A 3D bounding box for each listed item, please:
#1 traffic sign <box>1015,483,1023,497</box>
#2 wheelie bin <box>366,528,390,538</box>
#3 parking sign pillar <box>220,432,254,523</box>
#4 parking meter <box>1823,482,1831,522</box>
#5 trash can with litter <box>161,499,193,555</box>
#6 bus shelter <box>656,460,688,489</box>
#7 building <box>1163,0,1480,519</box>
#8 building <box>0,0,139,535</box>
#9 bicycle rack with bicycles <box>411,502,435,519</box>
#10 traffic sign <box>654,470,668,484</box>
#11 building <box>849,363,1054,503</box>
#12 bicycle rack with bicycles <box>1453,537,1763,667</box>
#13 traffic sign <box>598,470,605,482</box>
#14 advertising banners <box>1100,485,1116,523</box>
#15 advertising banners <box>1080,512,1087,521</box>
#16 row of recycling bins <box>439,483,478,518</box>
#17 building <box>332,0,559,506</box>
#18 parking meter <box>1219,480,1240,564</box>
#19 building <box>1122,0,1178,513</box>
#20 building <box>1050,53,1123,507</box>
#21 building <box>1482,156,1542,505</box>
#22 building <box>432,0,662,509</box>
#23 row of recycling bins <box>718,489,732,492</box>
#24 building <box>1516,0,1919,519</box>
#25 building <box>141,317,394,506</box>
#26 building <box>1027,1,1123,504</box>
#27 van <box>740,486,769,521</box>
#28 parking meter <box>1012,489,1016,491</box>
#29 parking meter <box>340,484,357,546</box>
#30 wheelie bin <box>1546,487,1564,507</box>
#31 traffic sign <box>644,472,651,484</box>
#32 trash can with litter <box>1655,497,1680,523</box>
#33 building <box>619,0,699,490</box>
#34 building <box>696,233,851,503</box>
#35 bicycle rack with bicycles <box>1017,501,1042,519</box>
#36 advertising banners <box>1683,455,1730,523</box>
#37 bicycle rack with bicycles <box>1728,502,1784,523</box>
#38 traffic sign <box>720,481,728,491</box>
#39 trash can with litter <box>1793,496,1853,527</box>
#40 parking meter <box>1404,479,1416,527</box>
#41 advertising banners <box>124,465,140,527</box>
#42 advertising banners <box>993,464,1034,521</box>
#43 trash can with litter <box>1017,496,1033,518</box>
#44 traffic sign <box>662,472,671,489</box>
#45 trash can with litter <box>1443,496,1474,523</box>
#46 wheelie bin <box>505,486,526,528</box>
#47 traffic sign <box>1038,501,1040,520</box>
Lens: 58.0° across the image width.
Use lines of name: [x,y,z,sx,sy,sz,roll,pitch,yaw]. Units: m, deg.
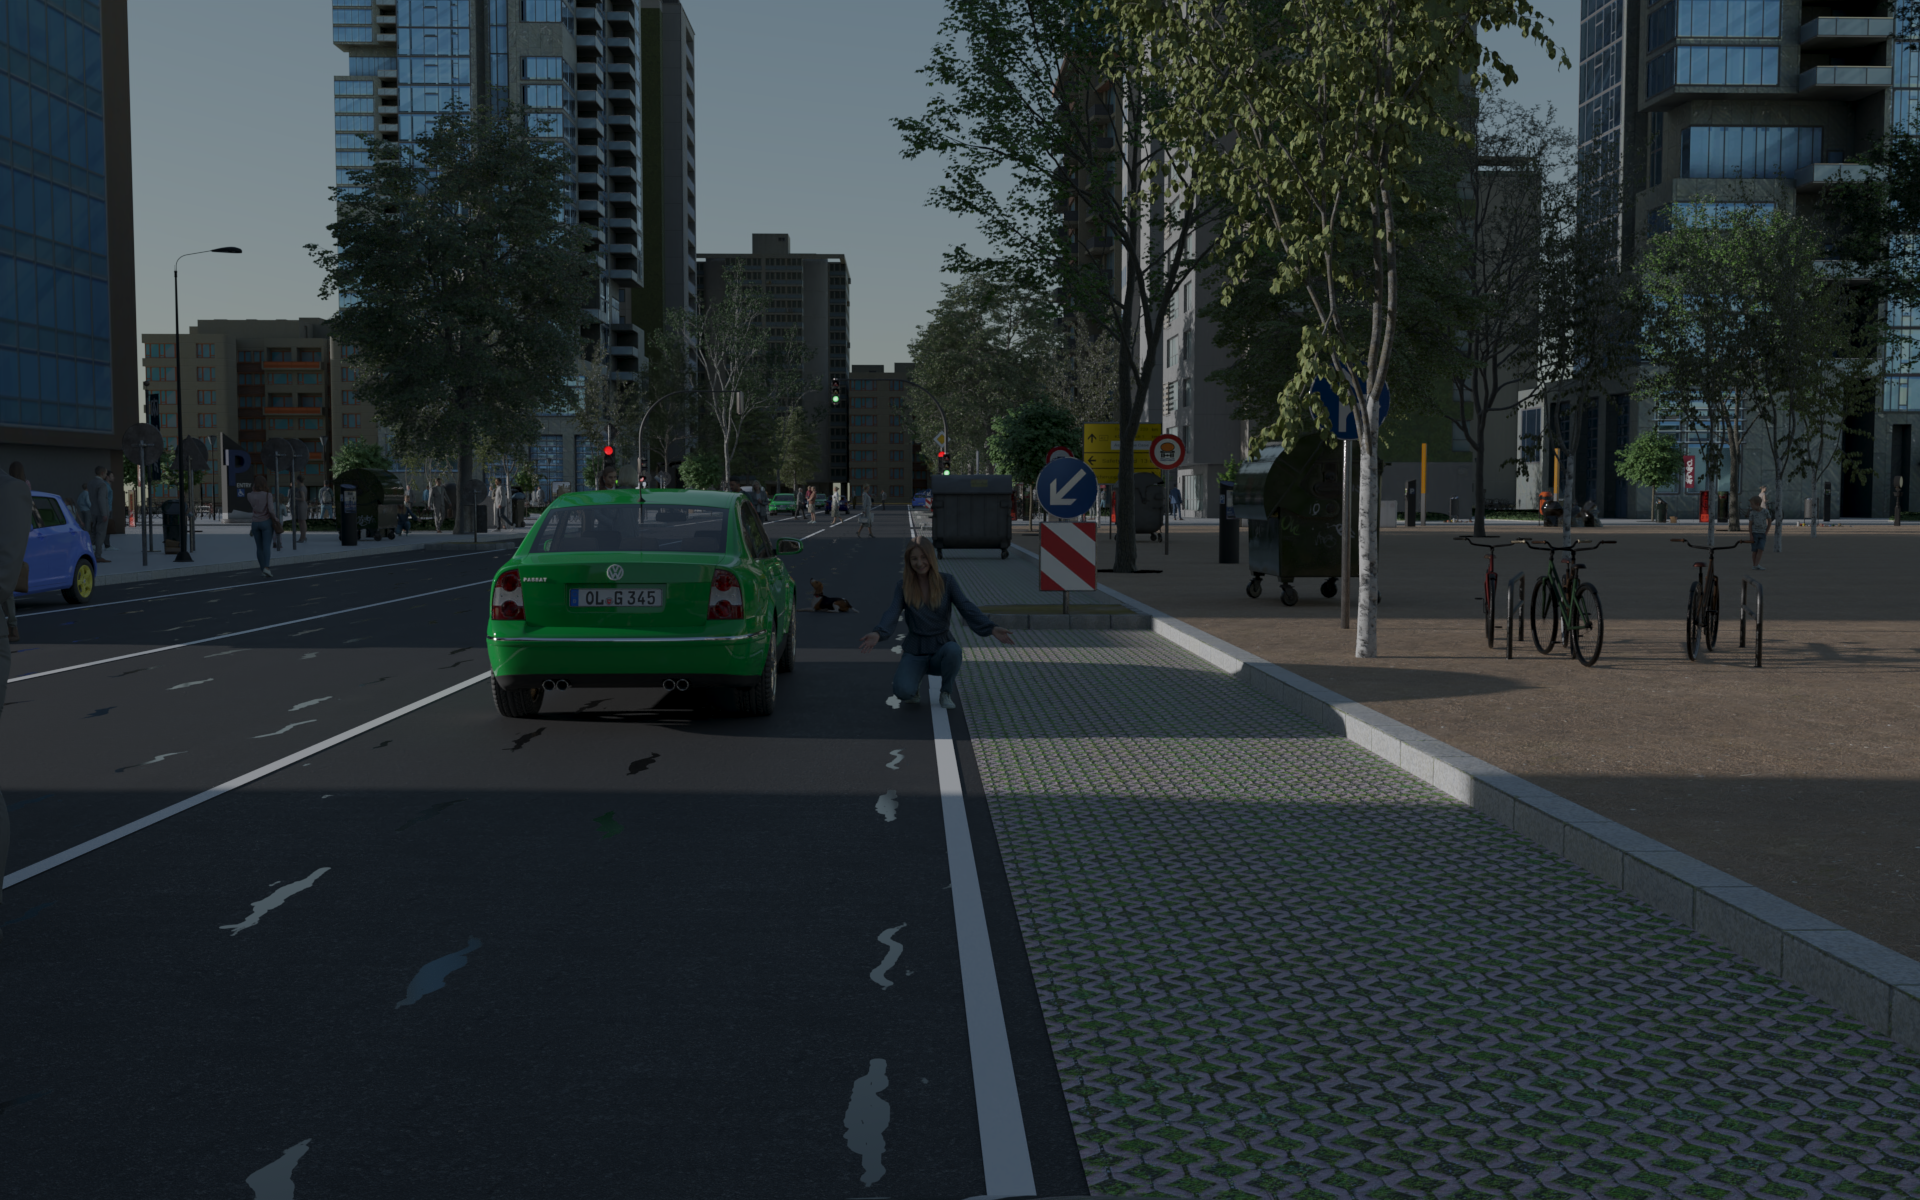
traffic sign: [3.581,-6.519,106.589,0.884,2.594,0.081,0,4,4]
wheelie bin: [-17.160,-2.643,51.128,0.693,1.594,0.980,2,4,26]
parking sign pillar: [-31.754,-5.362,76.147,1.447,3.967,1.447,2,4,35]
parking meter: [40.524,-4.600,80.924,0.255,1.863,0.399,1,4,20]
trash can with litter: [-16.802,-1.577,37.179,0.624,1.170,1.055,-2,4,-24]
bus shelter: [-20.293,-8.067,123.181,1.731,3.624,6.357,0,4,-2]
building: [18.901,-25.064,93.386,14.086,41.232,14.154,0,4,-2]
building: [-33.464,-24.326,47.837,14.200,45.320,14.600,0,4,-2]
bicycle rack with bicycles: [-22.488,-3.857,76.449,2.925,0.926,2.852,3,5,45]
traffic sign: [-16.561,-5.885,95.958,0.795,2.593,0.064,0,4,5]
building: [-1.735,-25.380,260.007,28.899,21.520,27.650,0,4,-2]
bicycle rack with bicycles: [5.224,-0.028,13.840,2.852,0.926,2.925,1,4,22]
traffic sign: [-18.631,-5.544,90.754,0.768,2.556,0.104,0,4,2]
advertising banners: [6.933,-4.950,77.113,2.074,3.025,0.090,3,4,37]
advertising banners: [5.684,-5.057,78.869,0.090,3.025,2.074,0,4,-5]
row of recycling bins: [-19.026,-3.571,65.496,1.069,1.692,3.534,0,4,-3]
building: [-77.464,-57.525,253.198,31.000,86.520,22.319,0,4,-2]
parking meter: [4.979,-1.444,32.015,0.372,1.533,0.369,0,3,0]
building: [22.748,-35.937,129.567,21.231,58.520,28.212,0,4,-2]
building: [20.494,-31.594,171.183,22.147,44.769,28.867,0,4,-2]
building: [61.389,-32.288,211.499,14.086,41.232,14.154,0,4,-2]
building: [-41.380,-52.098,164.481,22.319,86.520,31.000,0,4,-2]
row of recycling bins: [-19.513,-8.604,147.788,1.069,1.692,3.534,2,4,29]
building: [49.317,-47.946,96.586,31.000,86.520,22.319,0,4,-2]
building: [-74.024,-21.770,200.977,28.899,21.520,27.650,0,4,-2]
building: [20.010,-54.268,199.947,22.319,86.520,31.000,0,4,-2]
van: [-11.039,-5.156,91.313,2.013,2.044,4.112,0,4,-2]
parking meter: [2.612,-4.654,84.499,0.372,1.533,0.369,0,3,0]
parking meter: [-15.142,-2.110,42.904,0.372,1.533,0.369,0,3,0]
wheelie bin: [27.107,-4.354,79.092,0.980,1.594,0.693,-2,4,-23]
traffic sign: [-17.652,-5.923,96.941,0.768,2.556,0.104,0,4,7]
trash can with litter: [31.370,-4.002,76.817,1.055,1.170,0.624,2,4,26]
building: [-45.567,-40.457,203.476,28.212,58.520,21.231,0,4,-2]
building: [-28.491,-34.808,260.987,23.993,40.220,32.217,0,4,-2]
bicycle rack with bicycles: [3.166,-4.654,89.469,2.852,0.926,2.925,3,5,43]
advertising banners: [33.478,-4.985,77.689,2.074,3.025,0.090,3,4,38]
bicycle rack with bicycles: [35.931,-3.959,78.107,2.925,0.926,2.852,-1,4,-17]
traffic sign: [-17.924,-7.911,131.476,0.606,2.300,0.079,0,4,6]
trash can with litter: [33.928,-3.495,68.204,2.233,1.210,1.678,3,5,40]
parking meter: [17.624,-3.798,67.805,0.399,1.863,0.255,-1,4,-10]
advertising banners: [-32.073,-4.332,67.023,2.074,3.025,0.090,3,4,37]
advertising banners: [2.497,-5.284,82.575,2.074,3.025,0.090,0,4,-7]
trash can with litter: [3.391,-4.900,91.506,1.055,1.170,0.624,-1,4,-12]
traffic sign: [-16.911,-6.058,99.147,0.768,2.556,0.104,0,4,3]
trash can with litter: [22.562,-4.084,77.830,2.233,1.210,1.678,-2,4,-34]
wheelie bin: [-17.064,-3.575,66.360,0.980,1.594,0.693,1,4,17]
traffic sign: [3.869,-5.179,84.685,0.884,2.594,0.081,0,4,4]
